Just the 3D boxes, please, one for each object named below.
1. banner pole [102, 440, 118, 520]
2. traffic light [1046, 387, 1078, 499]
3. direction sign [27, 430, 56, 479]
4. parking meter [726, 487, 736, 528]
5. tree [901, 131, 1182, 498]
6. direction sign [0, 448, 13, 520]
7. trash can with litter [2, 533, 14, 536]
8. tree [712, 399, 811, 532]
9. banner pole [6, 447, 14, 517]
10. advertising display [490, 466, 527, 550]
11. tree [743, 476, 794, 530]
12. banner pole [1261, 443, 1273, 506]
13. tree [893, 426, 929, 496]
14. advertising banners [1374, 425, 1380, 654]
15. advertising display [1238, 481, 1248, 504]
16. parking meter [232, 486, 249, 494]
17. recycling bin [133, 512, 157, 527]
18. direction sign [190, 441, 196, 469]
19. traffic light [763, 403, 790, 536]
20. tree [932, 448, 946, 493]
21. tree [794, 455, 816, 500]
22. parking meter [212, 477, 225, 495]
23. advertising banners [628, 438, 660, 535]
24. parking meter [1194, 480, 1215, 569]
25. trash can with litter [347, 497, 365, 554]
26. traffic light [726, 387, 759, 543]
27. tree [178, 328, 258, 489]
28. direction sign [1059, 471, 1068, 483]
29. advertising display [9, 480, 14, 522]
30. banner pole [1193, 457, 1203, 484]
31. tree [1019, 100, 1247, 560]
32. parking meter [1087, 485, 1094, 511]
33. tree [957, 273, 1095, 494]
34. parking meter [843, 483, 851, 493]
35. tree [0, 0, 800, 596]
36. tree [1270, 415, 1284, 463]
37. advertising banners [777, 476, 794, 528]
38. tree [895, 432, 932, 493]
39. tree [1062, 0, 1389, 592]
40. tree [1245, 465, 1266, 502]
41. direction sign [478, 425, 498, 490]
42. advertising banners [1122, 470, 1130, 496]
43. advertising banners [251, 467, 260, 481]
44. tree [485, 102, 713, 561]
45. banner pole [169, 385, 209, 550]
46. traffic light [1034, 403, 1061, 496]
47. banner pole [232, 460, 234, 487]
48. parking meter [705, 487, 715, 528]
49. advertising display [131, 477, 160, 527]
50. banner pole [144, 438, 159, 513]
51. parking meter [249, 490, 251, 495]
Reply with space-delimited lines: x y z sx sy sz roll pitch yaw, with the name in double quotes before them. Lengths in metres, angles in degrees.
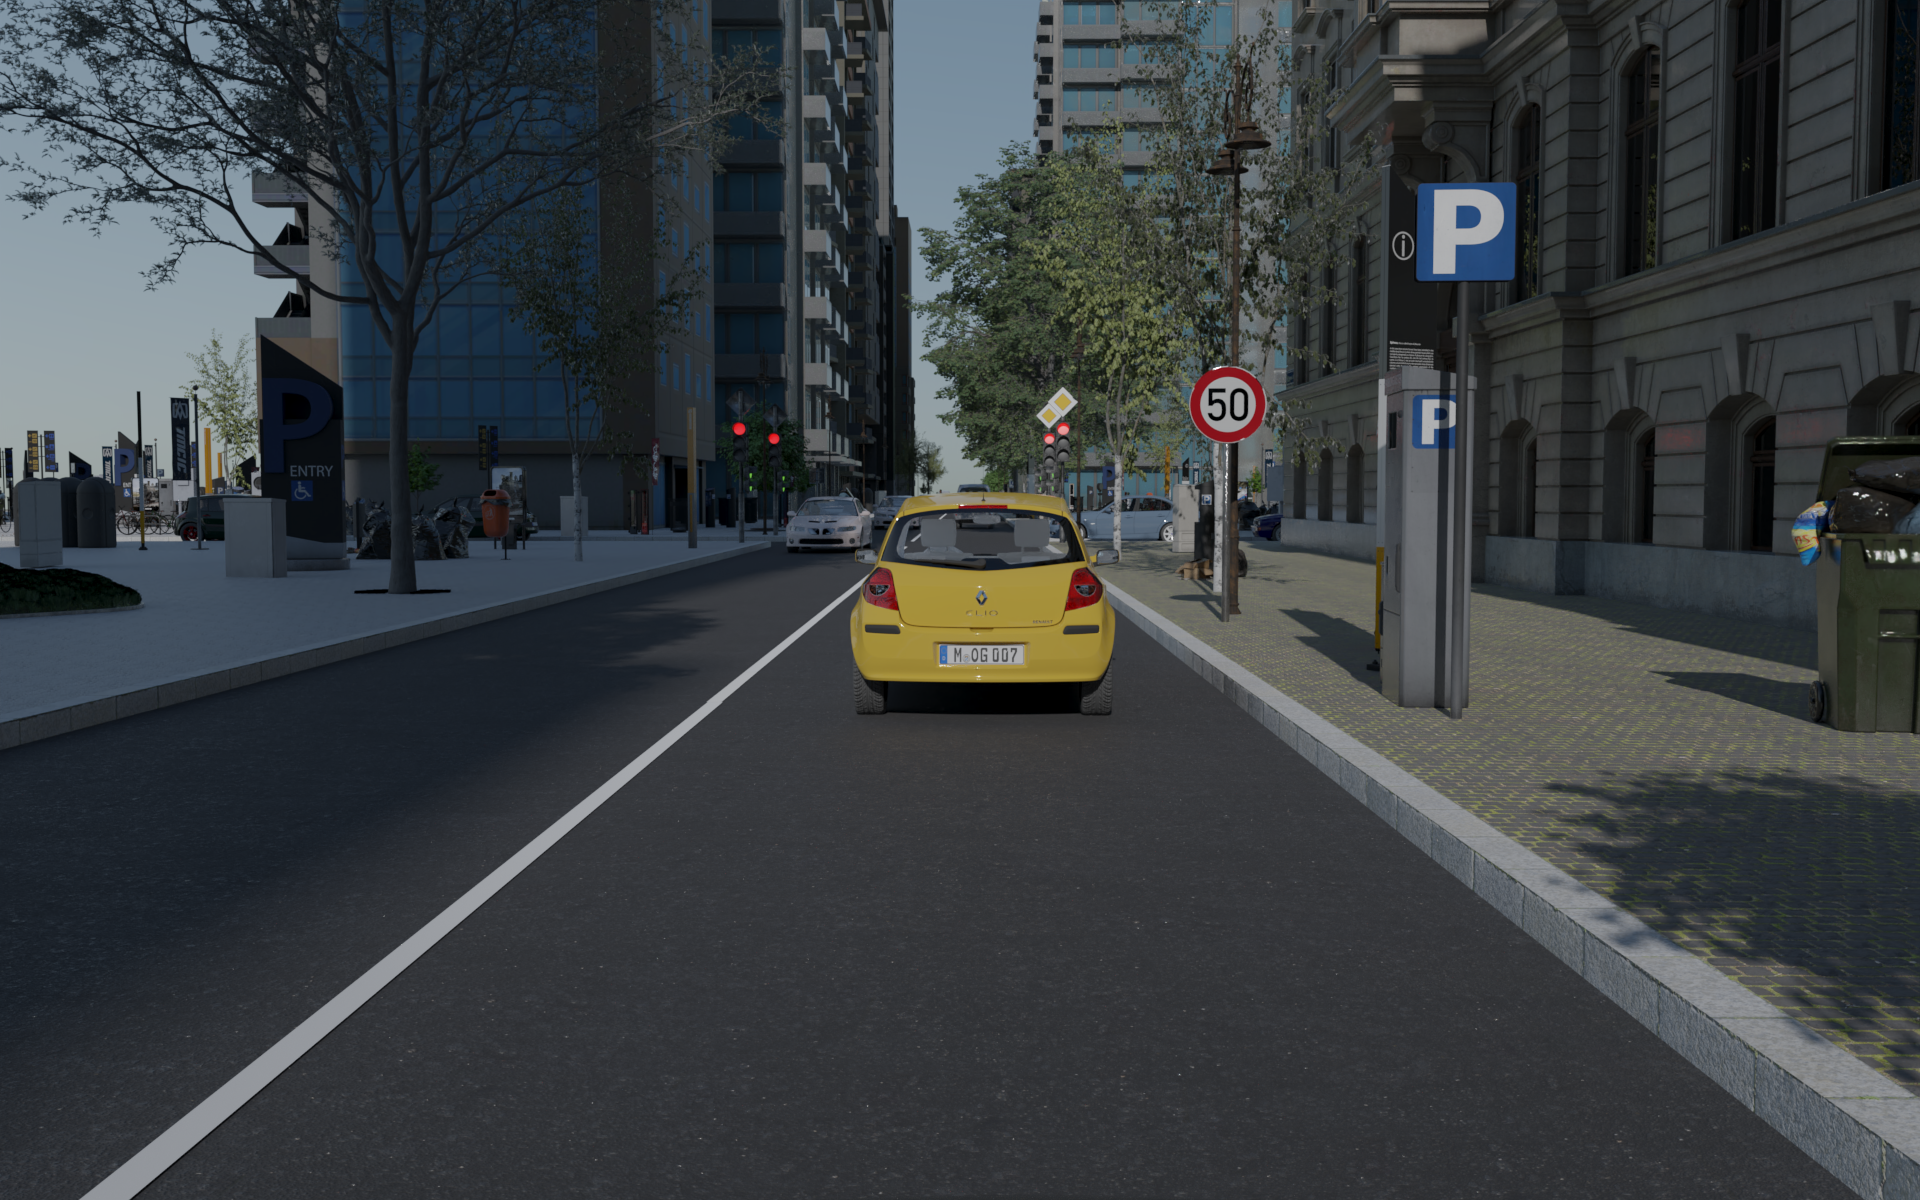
"banner pole" -39.015 -5.483 79.671 0.401 3.779 0.863 3 5 43
"traffic light" 2.675 -3.460 45.493 0.839 4.253 0.868 0 4 0
"direction sign" -32.670 -4.261 61.663 0.876 3.537 0.379 -1 4 -21
"parking meter" -8.752 -3.531 66.147 0.372 1.533 0.369 0 3 0
"tree" 3.132 -9.415 60.594 9.857 13.997 8.962 0 3 0
"direction sign" -46.601 -5.652 84.410 0.379 3.537 0.876 3 4 37
"trash can with litter" -28.617 -2.635 54.136 2.233 1.210 1.678 -1 4 -21
"tree" -6.813 -4.647 59.696 4.285 4.588 4.351 0 3 0
"banner pole" -50.849 -6.282 92.728 0.863 3.779 0.401 2 4 30
"advertising display" -10.443 -2.133 40.089 0.974 1.923 0.123 2 4 26
"tree" -7.076 -4.152 62.488 1.663 3.219 1.824 0 3 0
"banner pole" 15.005 -5.805 84.935 0.401 3.779 0.863 -3 5 -43
"tree" -5.361 -14.518 187.739 4.360 8.622 3.978 0 3 0
"advertising banners" 3.480 -1.108 14.305 0.090 3.025 2.074 1 4 14
"advertising display" 14.141 -5.045 87.703 0.974 1.923 0.123 3 4 38
"parking meter" -23.738 -2.970 56.979 0.372 1.533 0.369 0 3 0
"recycling bin" -32.095 -3.404 68.202 0.722 1.027 0.722 -3 4 -36
"direction sign" -33.106 -5.050 74.560 0.876 3.537 0.379 2 4 32
"traffic light" -5.687 -3.951 53.513 0.839 4.253 0.868 0 4 0
"tree" -4.608 -19.482 268.885 4.737 8.622 4.395 0 3 0
"tree" -7.022 -4.663 70.835 1.663 3.219 1.824 0 3 0
"parking meter" -24.763 -3.188 57.831 0.255 1.863 0.399 3 5 42
"advertising banners" -9.950 -3.570 54.560 0.090 3.025 2.074 -3 4 -38
"parking meter" 4.079 -1.245 28.772 0.372 1.533 0.369 0 3 0
"trash can with litter" -13.041 -1.650 38.042 1.678 1.210 2.233 -1 4 -13
"traffic light" -5.736 -3.462 45.528 0.839 4.253 0.868 0 4 0
"tree" -32.660 -7.795 77.804 4.737 8.622 4.395 0 3 0
"direction sign" 7.005 -7.716 118.154 0.876 3.537 0.379 2 4 35
"advertising display" -44.249 -4.622 80.787 0.123 1.923 0.974 -2 4 -25
"banner pole" 15.942 -7.696 115.847 0.863 3.779 0.401 -1 4 -16
"tree" 3.295 -5.079 33.402 4.737 8.622 4.395 0 3 0
"parking meter" 8.751 -6.767 116.351 0.399 1.863 0.255 -1 4 -19
"tree" 3.260 -10.221 85.233 7.486 12.596 7.792 0 3 0
"parking meter" -5.951 -5.221 91.070 0.399 1.863 0.255 1 4 22
"tree" -7.260 -6.836 22.134 12.009 13.543 11.850 0 3 0
"tree" 23.947 -10.570 123.183 4.737 8.622 4.395 0 3 0
"advertising banners" -6.653 -4.273 66.058 0.090 3.025 2.074 -2 4 -25
"tree" -6.097 -15.586 205.195 4.737 8.622 4.395 0 3 0
"tree" 3.381 -4.398 22.271 4.360 8.622 3.978 0 3 0
"tree" 19.030 -7.096 110.613 1.663 3.219 1.824 0 3 0
"direction sign" -15.569 -3.990 57.227 0.379 3.537 0.876 2 4 28
"advertising banners" 11.866 -7.816 123.982 0.090 3.025 2.074 -1 4 -9
"advertising banners" -45.705 -6.986 110.416 2.074 3.025 0.090 -1 4 -18
"tree" -7.086 -5.037 32.714 4.360 8.622 3.978 0 3 0
"banner pole" -17.695 -3.039 39.712 0.401 3.779 0.863 2 4 34
"traffic light" 2.724 -3.948 53.478 0.839 4.253 0.868 0 4 0
"banner pole" -53.564 -8.418 127.659 0.401 3.779 0.863 -1 4 -19
"parking meter" -9.550 -3.535 66.213 0.372 1.533 0.369 0 3 0
"advertising display" -31.485 -3.776 66.959 0.974 1.923 0.123 -2 4 -34
"banner pole" -36.147 -5.353 77.531 0.401 3.779 0.863 1 4 23
"parking meter" -39.001 -5.288 94.867 0.372 1.533 0.369 0 3 0
